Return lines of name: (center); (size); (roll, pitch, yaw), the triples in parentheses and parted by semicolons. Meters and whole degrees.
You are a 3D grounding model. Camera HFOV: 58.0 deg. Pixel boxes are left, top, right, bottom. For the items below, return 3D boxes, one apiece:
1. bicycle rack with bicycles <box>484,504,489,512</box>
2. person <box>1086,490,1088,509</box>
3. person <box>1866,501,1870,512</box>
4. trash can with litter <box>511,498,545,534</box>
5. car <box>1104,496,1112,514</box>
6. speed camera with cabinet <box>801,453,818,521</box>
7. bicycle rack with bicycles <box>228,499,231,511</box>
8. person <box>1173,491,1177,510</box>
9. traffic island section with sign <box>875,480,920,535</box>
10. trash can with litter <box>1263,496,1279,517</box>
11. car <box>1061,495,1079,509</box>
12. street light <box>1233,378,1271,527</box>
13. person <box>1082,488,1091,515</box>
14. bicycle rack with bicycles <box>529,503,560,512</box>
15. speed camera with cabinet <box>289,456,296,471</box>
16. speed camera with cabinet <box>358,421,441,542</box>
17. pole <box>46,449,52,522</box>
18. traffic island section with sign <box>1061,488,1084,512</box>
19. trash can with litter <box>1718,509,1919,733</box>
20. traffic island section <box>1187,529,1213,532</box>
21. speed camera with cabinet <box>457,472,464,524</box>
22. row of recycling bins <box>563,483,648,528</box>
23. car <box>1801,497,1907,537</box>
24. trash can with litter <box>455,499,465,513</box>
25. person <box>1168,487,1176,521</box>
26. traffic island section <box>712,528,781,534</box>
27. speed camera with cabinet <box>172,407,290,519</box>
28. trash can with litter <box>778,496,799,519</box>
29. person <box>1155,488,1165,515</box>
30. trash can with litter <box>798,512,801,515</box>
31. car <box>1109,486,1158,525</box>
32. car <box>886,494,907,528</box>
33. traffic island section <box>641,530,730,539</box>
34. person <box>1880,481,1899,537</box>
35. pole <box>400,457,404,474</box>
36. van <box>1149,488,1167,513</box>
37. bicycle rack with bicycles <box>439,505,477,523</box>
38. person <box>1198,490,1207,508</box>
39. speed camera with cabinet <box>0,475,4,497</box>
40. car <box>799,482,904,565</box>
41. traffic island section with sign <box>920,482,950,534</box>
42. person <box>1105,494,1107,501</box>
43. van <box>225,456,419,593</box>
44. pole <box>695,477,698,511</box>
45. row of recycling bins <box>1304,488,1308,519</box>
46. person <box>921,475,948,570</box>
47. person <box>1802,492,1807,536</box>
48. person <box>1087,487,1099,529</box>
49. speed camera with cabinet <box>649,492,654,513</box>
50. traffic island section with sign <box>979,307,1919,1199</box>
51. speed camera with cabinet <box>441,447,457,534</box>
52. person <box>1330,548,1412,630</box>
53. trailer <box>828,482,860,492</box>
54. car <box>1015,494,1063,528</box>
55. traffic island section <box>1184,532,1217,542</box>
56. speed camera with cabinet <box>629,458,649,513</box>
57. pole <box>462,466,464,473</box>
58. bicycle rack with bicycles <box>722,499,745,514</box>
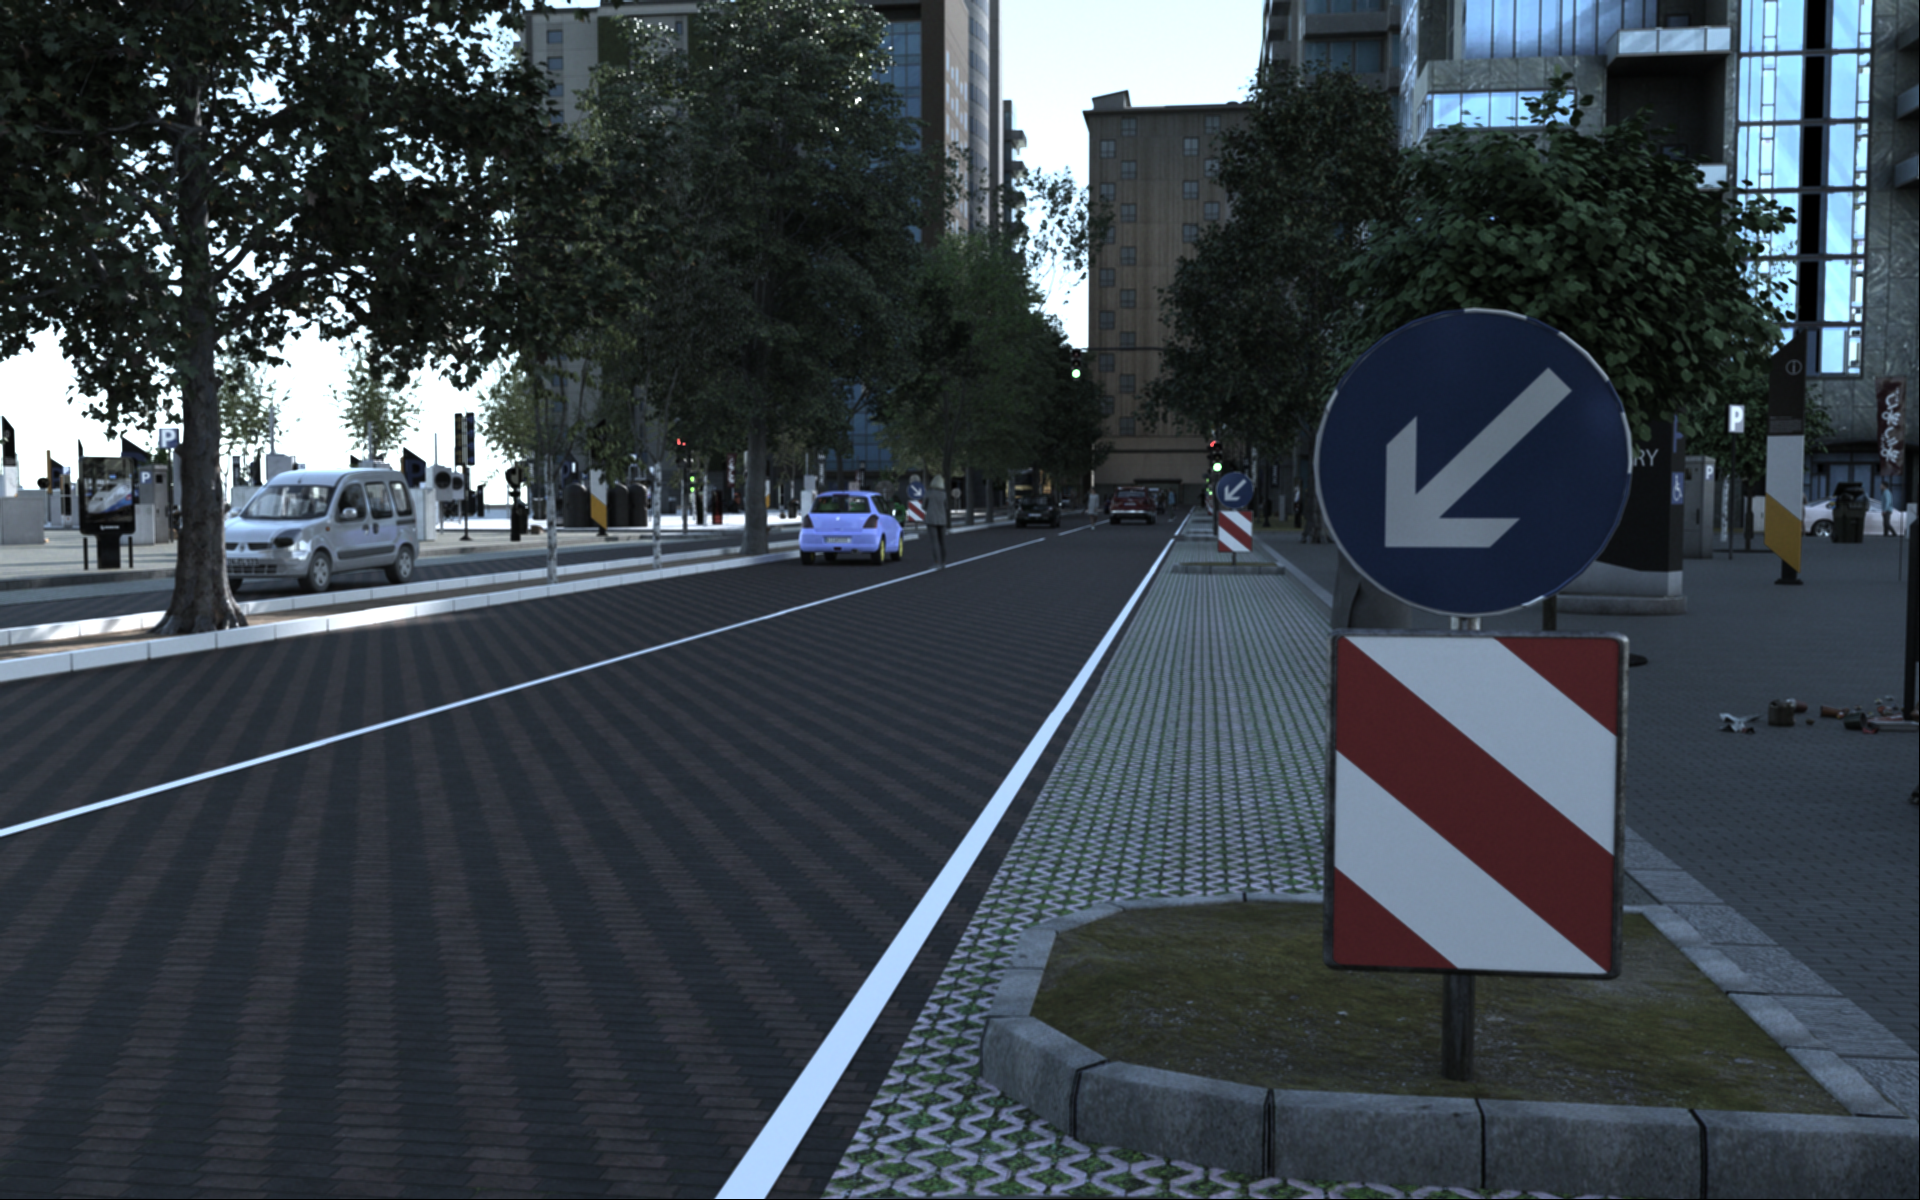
bicycle rack with bicycles: (-34.085, -6.561, 120.653); (2.852, 0.926, 2.925); (-2, 4, -34)
person: (12.245, -9.652, 166.389); (0.705, 1.814, 1.350); (0, 4, 0)
person: (27.370, -2.693, 52.871); (0.623, 1.781, 0.721); (-2, 4, -33)
trash can with litter: (-13.771, -2.682, 55.236); (1.055, 1.170, 0.624); (0, 4, 6)
car: (11.463, -6.944, 126.109); (1.945, 1.354, 3.894); (1, 4, 9)
speed camera with cabinet: (-7.184, -5.401, 82.639); (0.660, 3.252, 2.038); (0, 4, 2)
bicycle rack with bicycles: (-54.306, -7.100, 129.462); (2.852, 0.926, 2.925); (0, 4, 5)
person: (19.838, -9.222, 160.206); (0.541, 1.710, 0.530); (-2, 4, -35)
traffic island section with sign: (-2.507, -2.880, 55.217); (2.006, 1.907, 1.989); (0, 4, 8)
trash can with litter: (17.763, -5.337, 98.648); (1.055, 1.170, 0.624); (1, 4, 13)
car: (10.852, -9.798, 172.771); (1.945, 1.354, 3.894); (1, 4, 9)
street light: (11.438, -5.811, 67.556); (1.470, 5.913, 1.316); (0, 4, 8)
person: (8.727, -6.690, 117.848); (0.822, 1.834, 0.622); (1, 4, 22)
bicycle rack with bicycles: (-29.386, -6.848, 125.351); (2.925, 0.926, 2.852); (1, 4, 12)
speed camera with cabinet: (-15.307, -2.726, 38.904); (0.660, 3.252, 2.038); (-1, 4, -16)
speed camera with cabinet: (-15.341, -3.234, 47.209); (2.038, 3.252, 0.660); (1, 4, 15)
pole: (-41.640, -5.221, 79.207); (0.158, 3.312, 0.155); (0, 3, 0)
traffic island section with sign: (8.939, -7.880, 136.968); (2.006, 1.907, 1.989); (0, 4, 8)
trash can with litter: (5.174, 0.078, 9.776); (2.233, 1.210, 1.678); (-1, 4, -12)
traffic island section: (9.050, -2.394, 61.426); (2.009, 0.180, 2.903); (0, 4, 8)
speed camera with cabinet: (-21.864, -4.793, 72.695); (2.038, 3.252, 0.660); (-1, 4, -21)
row of recycling bins: (-13.598, -3.646, 66.719); (3.534, 1.692, 1.069); (-3, 5, -43)
car: (28.320, -2.587, 54.660); (4.827, 1.381, 2.083); (0, 4, 6)
trash can with litter: (-30.690, -5.862, 107.227); (0.624, 1.170, 1.055); (2, 4, 34)
person: (11.199, -5.057, 91.526); (0.444, 1.785, 0.601); (2, 4, 32)
traffic island section: (-7.777, -2.538, 63.778); (2.009, 0.180, 2.903); (0, 4, 8)
speed camera with cabinet: (-14.783, -2.491, 35.066); (2.038, 3.252, 0.660); (-1, 4, -14)
trash can with litter: (-8.990, -4.847, 90.635); (1.055, 1.170, 0.624); (-1, 4, -16)
person: (13.813, -6.802, 119.625); (0.656, 1.842, 0.836); (0, 4, -6)
trash can with litter: (-8.856, -5.670, 103.763); (2.233, 1.210, 1.678); (1, 4, 15)
car: (8.315, -4.554, 83.131); (2.281, 1.827, 5.304); (1, 4, 9)
car: (-3.225, -3.597, 67.603); (1.959, 1.807, 4.718); (0, 4, 8)
traffic island section: (-8.884, -2.054, 55.870); (2.009, 0.180, 2.903); (0, 4, 8)
person: (28.389, -2.717, 52.936); (0.620, 1.820, 0.660); (2, 4, 25)
pole: (-30.311, -6.134, 94.140); (0.158, 3.312, 0.155); (0, 3, 0)
van: (14.623, -7.556, 130.557); (2.013, 2.044, 4.112); (0, 4, 6)
bicycle rack with bicycles: (-23.982, -4.008, 78.916); (2.925, 0.926, 2.852); (1, 4, 13)
person: (23.291, -9.641, 165.757); (1.348, 1.869, 0.705); (3, 4, 38)
speed camera with cabinet: (-45.021, -5.409, 82.777); (0.660, 3.252, 2.038); (1, 4, 21)
car: (-2.219, -1.632, 36.267); (1.945, 1.707, 3.694); (0, 4, 7)
traffic island section with sign: (-1.470, -3.328, 62.551); (2.006, 1.907, 1.989); (0, 4, 8)
person: (15.069, -10.215, 178.767); (0.557, 1.426, 1.065); (1, 4, 18)
van: (-9.877, -1.192, 26.495); (2.013, 2.044, 4.112); (1, 4, 9)
pole: (-20.249, -8.528, 133.274); (0.158, 3.312, 0.155); (0, 3, 0)
row of recycling bins: (18.184, -4.895, 87.140); (1.069, 1.692, 3.534); (0, 4, -5)
person: (-0.499, -1.491, 33.058); (0.537, 1.800, 0.526); (-1, 4, -17)
person: (25.962, -2.738, 53.613); (0.599, 1.781, 0.374); (-1, 4, -12)
person: (5.417, -3.752, 70.592); (0.466, 1.731, 0.760); (0, 4, -4)
speed camera with cabinet: (-20.929, -7.491, 116.818); (0.660, 3.252, 2.038); (2, 4, 27)
traffic island section with sign: (1.094, 0.253, 4.493); (1.989, 1.847, 2.006); (0, 4, 8)
speed camera with cabinet: (-17.157, -3.704, 54.903); (2.038, 3.252, 0.660); (-3, 5, -42)
person: (1.663, 0.095, 6.745); (0.447, 1.846, 0.655); (0, 4, 1)
trailer: (-5.531, -4.518, 80.918); (1.471, 1.999, 3.904); (0, 4, 8)
car: (3.355, -3.936, 74.141); (2.009, 1.686, 4.222); (0, 4, 7)
traffic island section: (7.943, -1.911, 53.518); (2.009, 0.180, 2.903); (0, 4, 8)
speed camera with cabinet: (-18.275, -6.155, 94.973); (2.038, 3.252, 0.660); (-1, 4, -9)
pole: (-32.337, -7.277, 112.822); (0.158, 3.312, 0.155); (0, 3, 0)
bicycle rack with bicycles: (-14.406, -6.181, 114.443); (2.925, 0.926, 2.852); (-1, 4, -20)
